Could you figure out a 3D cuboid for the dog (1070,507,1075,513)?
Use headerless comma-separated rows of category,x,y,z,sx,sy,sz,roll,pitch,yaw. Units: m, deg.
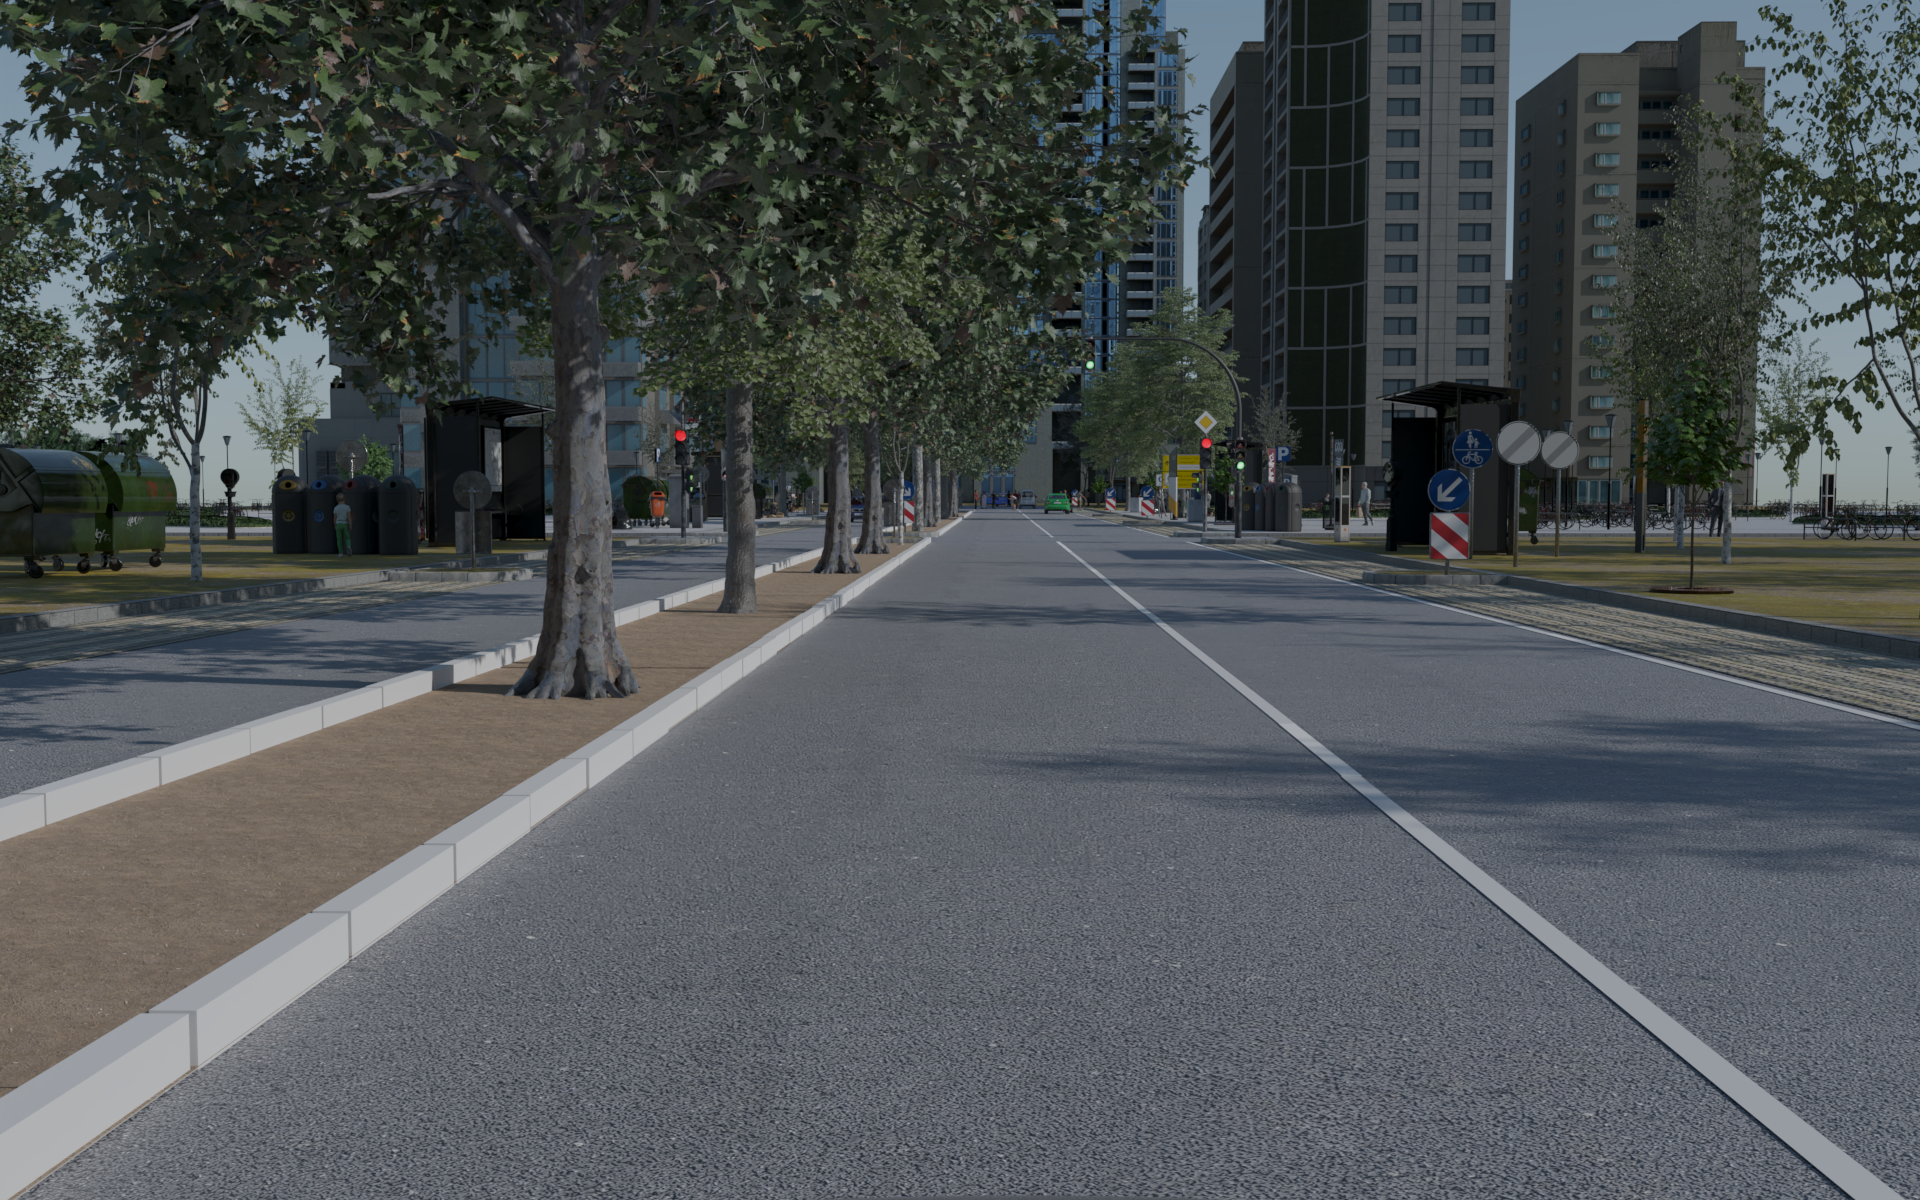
dog,8.418,-6.903,133.049,0.748,0.427,0.550,1,4,13

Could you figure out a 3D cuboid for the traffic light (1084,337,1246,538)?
traffic light,5.972,-4.621,50.229,4.771,5.953,1.251,0,4,1

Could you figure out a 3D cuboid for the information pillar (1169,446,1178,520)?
information pillar,10.479,-5.736,85.132,0.183,3.616,0.504,-3,5,-43

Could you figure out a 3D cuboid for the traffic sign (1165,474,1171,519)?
traffic sign,10.477,-5.134,86.071,0.606,2.300,0.079,1,4,10

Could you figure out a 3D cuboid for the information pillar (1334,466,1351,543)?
information pillar,10.143,-2.536,45.948,0.304,2.012,0.304,-1,4,-21

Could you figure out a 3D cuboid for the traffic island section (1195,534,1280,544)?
traffic island section,8.106,-1.722,50.438,2.009,0.180,2.903,0,4,1

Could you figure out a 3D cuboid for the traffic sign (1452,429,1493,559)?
traffic sign,10.058,-2.076,34.056,0.768,2.556,0.104,1,4,9

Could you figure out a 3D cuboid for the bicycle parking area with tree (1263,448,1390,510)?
bicycle parking area with tree,21.670,-7.502,109.660,8.231,4.147,9.016,3,5,39

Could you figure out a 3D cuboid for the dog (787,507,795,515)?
dog,-10.480,-5.491,106.613,0.540,0.507,0.406,-1,4,-21

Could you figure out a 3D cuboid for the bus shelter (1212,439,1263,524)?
bus shelter,12.246,-5.256,77.217,1.731,3.624,6.357,0,4,1

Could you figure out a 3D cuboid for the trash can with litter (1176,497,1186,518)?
trash can with litter,11.917,-4.947,92.265,1.055,1.170,0.624,2,4,34

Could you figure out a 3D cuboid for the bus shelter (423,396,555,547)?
bus shelter,-11.986,-3.264,44.655,1.731,3.624,6.357,0,4,1

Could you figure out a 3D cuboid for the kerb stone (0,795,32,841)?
kerb stone,-3.994,0.939,6.922,0.120,0.150,1.000,0,4,1

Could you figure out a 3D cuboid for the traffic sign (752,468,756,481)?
traffic sign,-9.794,-4.880,79.899,0.768,2.556,0.104,1,4,8

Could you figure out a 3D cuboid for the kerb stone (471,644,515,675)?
kerb stone,-3.844,0.496,14.089,0.120,0.150,1.000,0,4,1

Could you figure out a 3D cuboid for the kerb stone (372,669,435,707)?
kerb stone,-3.891,0.621,12.041,0.120,0.150,1.000,0,4,1

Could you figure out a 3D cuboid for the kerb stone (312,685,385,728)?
kerb stone,-3.915,0.688,11.020,0.120,0.150,1.000,0,4,1

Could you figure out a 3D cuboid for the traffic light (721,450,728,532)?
traffic light,-5.823,-5.136,58.635,4.771,5.953,1.251,0,4,1

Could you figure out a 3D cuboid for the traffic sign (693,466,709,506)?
traffic sign,-11.485,-4.688,76.757,0.768,2.556,0.104,0,4,3

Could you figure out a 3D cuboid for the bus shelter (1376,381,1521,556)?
bus shelter,10.894,-2.921,39.042,1.731,3.624,6.357,0,4,1

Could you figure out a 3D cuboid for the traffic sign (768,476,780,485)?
traffic sign,-11.699,-6.661,108.646,0.795,2.593,0.064,0,4,4

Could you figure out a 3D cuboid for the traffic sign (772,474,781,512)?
traffic sign,-11.397,-6.669,109.045,0.884,2.594,0.081,0,4,8

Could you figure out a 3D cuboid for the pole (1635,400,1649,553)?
pole,14.893,-2.690,37.830,0.158,3.312,0.155,0,3,0

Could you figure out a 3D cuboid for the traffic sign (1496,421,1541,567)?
traffic sign,9.752,-1.849,30.329,0.768,2.556,0.104,0,4,4

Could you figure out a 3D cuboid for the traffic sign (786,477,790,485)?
traffic sign,-12.955,-7.828,128.087,0.768,2.556,0.104,0,4,8

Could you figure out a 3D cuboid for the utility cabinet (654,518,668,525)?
utility cabinet,-12.389,-3.731,72.162,0.306,1.237,1.020,1,4,17

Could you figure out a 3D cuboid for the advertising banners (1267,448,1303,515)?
advertising banners,12.426,-4.292,66.366,2.074,3.025,0.090,-3,4,-38

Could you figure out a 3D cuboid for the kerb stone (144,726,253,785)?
kerb stone,-3.951,0.809,8.965,0.120,0.150,1.000,0,4,1

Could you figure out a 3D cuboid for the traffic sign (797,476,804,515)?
traffic sign,-9.522,-6.425,105.161,0.768,2.556,0.104,0,4,2

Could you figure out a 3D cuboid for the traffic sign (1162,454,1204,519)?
traffic sign,11.461,-5.797,88.660,2.265,3.308,0.079,0,4,2

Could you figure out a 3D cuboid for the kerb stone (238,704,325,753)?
kerb stone,-3.935,0.747,9.987,0.120,0.150,1.000,0,4,1

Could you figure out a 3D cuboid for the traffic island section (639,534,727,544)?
traffic island section,-8.132,-1.744,50.798,2.009,0.180,2.903,0,4,1

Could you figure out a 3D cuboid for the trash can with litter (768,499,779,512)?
trash can with litter,-13.156,-6.735,121.497,1.055,1.170,0.624,0,4,3

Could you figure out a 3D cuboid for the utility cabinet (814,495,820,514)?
utility cabinet,-9.364,-6.251,113.367,0.306,1.237,1.020,0,4,2

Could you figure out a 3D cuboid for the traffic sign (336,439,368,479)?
traffic sign,-14.204,-2.468,40.458,0.768,2.556,0.104,0,4,4

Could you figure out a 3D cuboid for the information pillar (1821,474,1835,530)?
information pillar,31.194,-3.533,62.260,0.304,2.012,0.304,0,4,-8

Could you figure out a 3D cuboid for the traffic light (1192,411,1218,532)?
traffic light,8.241,-4.244,58.308,0.839,4.253,0.868,0,4,1

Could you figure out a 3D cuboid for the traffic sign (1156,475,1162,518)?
traffic sign,10.619,-5.448,91.208,0.606,2.300,0.079,1,4,9

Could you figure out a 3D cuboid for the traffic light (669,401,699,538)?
traffic light,-8.092,-3.776,50.662,0.839,4.253,0.868,0,4,1

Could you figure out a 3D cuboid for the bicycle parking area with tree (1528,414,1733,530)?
bicycle parking area with tree,23.318,-4.759,64.820,9.016,4.147,8.231,1,4,16

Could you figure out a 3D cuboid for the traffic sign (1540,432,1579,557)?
traffic sign,12.217,-2.157,35.370,0.768,2.556,0.104,0,4,6

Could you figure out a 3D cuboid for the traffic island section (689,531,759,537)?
traffic island section,-7.956,-2.232,58.781,2.009,0.180,2.903,0,4,1

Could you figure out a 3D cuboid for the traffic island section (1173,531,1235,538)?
traffic island section,8.281,-2.210,58.421,2.009,0.180,2.903,0,4,1

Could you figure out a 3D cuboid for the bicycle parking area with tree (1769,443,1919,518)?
bicycle parking area with tree,55.539,-7.344,107.070,9.016,4.147,8.231,0,4,8

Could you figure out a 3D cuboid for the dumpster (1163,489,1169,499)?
dumpster,14.777,-7.163,122.866,1.264,1.857,1.865,0,4,1

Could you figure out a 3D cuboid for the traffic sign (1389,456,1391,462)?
traffic sign,12.160,-2.902,47.562,0.768,2.556,0.104,1,4,10

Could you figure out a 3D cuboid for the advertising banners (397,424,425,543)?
advertising banners,-14.031,-2.933,44.136,0.090,3.025,2.074,0,4,-3

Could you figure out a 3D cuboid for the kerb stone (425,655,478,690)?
kerb stone,-3.864,0.559,13.062,0.120,0.150,1.000,0,4,1

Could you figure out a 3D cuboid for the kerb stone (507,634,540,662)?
kerb stone,-3.827,0.435,15.111,0.120,0.150,1.000,0,4,1

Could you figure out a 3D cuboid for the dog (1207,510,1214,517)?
dog,13.274,-4.624,92.425,0.540,0.507,0.406,0,4,-7

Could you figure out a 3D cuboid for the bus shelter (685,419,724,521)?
bus shelter,-12.115,-6.642,86.232,2.179,5.291,8.768,0,4,1

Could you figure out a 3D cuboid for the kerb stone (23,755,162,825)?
kerb stone,-3.976,0.874,7.944,0.120,0.150,1.000,0,4,1
